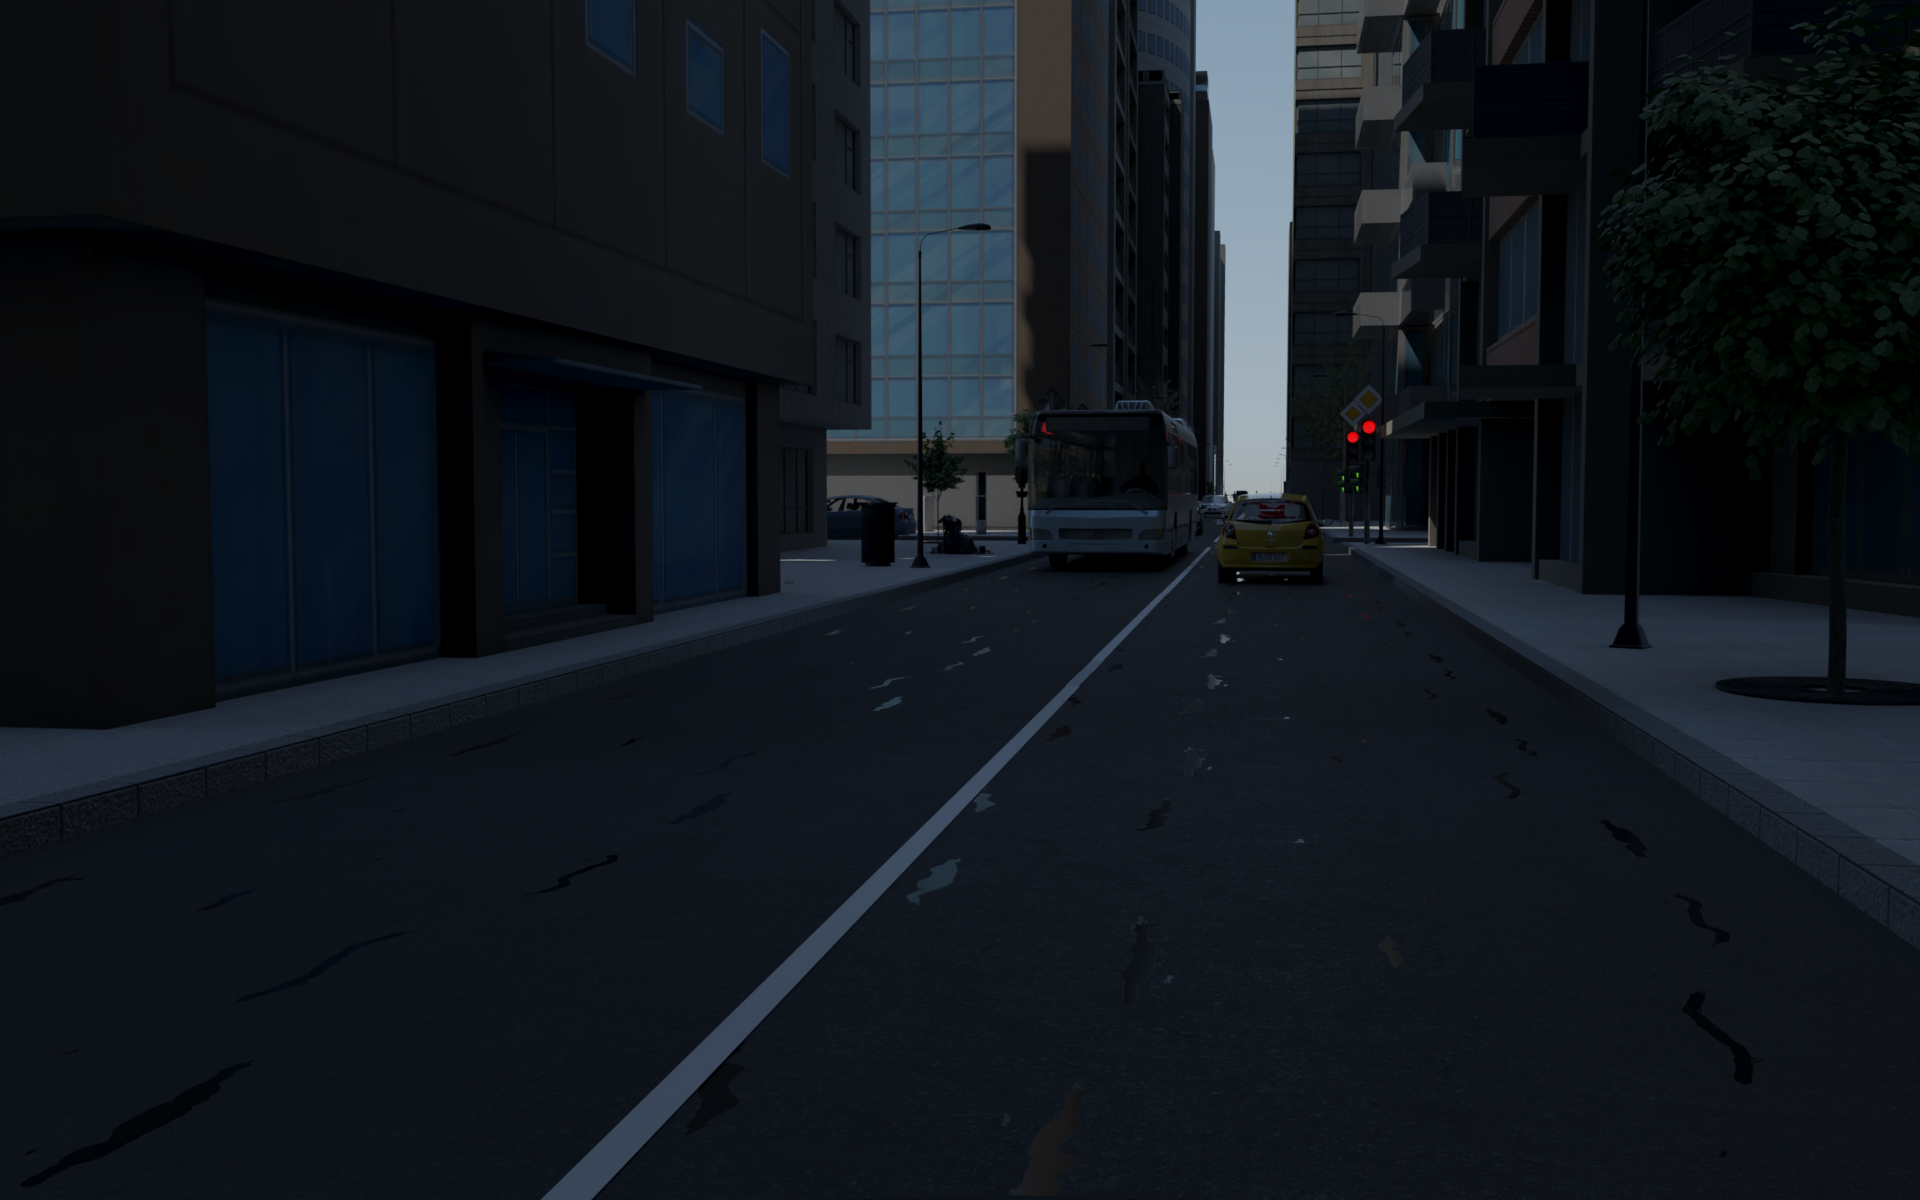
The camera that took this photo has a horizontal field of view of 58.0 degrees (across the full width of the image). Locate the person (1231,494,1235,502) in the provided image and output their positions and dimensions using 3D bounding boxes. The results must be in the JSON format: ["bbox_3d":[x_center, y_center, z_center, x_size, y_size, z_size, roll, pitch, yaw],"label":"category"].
[{"bbox_3d":[36.559,-13.443,231.489,0.799,1.438,0.628,-1,4,-19],"label":"person"}]

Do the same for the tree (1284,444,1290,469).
[{"bbox_3d":[42.173,-16.168,214.709,4.360,8.622,3.978,0,3,0],"label":"tree"}]

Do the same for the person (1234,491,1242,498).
[{"bbox_3d":[34.905,-12.707,216.276,1.348,1.821,0.705,1,4,21],"label":"person"}]

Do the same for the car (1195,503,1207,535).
[{"bbox_3d":[7.767,-3.067,61.943,2.131,1.459,4.920,1,4,9],"label":"car"}]

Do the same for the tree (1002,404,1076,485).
[{"bbox_3d":[3.012,-4.498,57.253,4.285,4.588,4.351,0,3,0],"label":"tree"}]

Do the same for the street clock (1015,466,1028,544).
[{"bbox_3d":[1.590,-2.436,44.397,0.358,2.002,0.471,-1,4,-18],"label":"street clock"}]

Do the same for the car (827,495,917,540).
[{"bbox_3d":[-3.510,-2.355,50.509,4.499,1.417,2.014,1,4,11],"label":"car"}]

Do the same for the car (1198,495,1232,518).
[{"bbox_3d":[15.372,-5.631,104.420,2.083,1.381,4.827,1,4,12],"label":"car"}]

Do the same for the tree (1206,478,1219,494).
[{"bbox_3d":[29.613,-12.787,203.665,1.663,3.219,1.824,0,3,0],"label":"tree"}]

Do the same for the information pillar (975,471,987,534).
[{"bbox_3d":[0.670,-3.095,55.101,0.304,2.012,0.304,-1,4,-11],"label":"information pillar"}]

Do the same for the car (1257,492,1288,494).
[{"bbox_3d":[11.365,-3.305,63.080,2.155,1.783,4.494,1,4,8],"label":"car"}]

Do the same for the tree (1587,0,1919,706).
[{"bbox_3d":[5.708,-1.677,11.133,4.285,4.588,4.351,0,3,0],"label":"tree"}]

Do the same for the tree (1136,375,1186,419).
[{"bbox_3d":[11.825,-9.550,106.509,4.360,8.622,3.978,0,3,0],"label":"tree"}]

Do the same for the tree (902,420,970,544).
[{"bbox_3d":[-0.525,-3.088,45.085,1.663,3.219,1.824,0,3,0],"label":"tree"}]

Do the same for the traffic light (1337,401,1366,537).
[{"bbox_3d":[11.792,-3.870,52.189,0.839,4.253,0.868,1,4,10],"label":"traffic light"}]

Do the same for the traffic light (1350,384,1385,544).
[{"bbox_3d":[10.418,-3.389,44.323,0.839,4.253,0.868,1,4,10],"label":"traffic light"}]

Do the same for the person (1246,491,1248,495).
[{"bbox_3d":[42.056,-14.975,253.276,0.705,1.831,1.348,3,4,38],"label":"person"}]

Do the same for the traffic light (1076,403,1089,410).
[{"bbox_3d":[3.799,-3.954,53.564,0.839,4.253,0.868,1,4,10],"label":"traffic light"}]

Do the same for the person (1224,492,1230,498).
[{"bbox_3d":[31.152,-11.781,201.917,0.742,1.727,0.445,0,4,-4],"label":"person"}]

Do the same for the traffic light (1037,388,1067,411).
[{"bbox_3d":[2.425,-3.473,45.698,0.839,4.253,0.868,1,4,10],"label":"traffic light"}]

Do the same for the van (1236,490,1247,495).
[{"bbox_3d":[43.601,-16.141,268.291,2.240,2.365,5.245,1,4,8],"label":"van"}]

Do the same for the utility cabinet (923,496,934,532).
[{"bbox_3d":[-1.169,-2.929,59.049,0.306,1.237,1.020,1,4,17],"label":"utility cabinet"}]

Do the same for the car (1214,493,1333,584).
[{"bbox_3d":[5.272,-1.163,29.234,2.015,1.641,3.980,1,4,11],"label":"car"}]

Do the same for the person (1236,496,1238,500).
[{"bbox_3d":[36.798,-13.356,230.062,0.799,1.438,0.628,2,4,29],"label":"person"}]

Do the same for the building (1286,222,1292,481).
[{"bbox_3d":[58.951,-38.195,274.596,14.600,45.320,14.200,1,4,10],"label":"building"}]

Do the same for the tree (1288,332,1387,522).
[{"bbox_3d":[16.986,-7.813,78.106,4.737,8.622,4.395,0,3,0],"label":"tree"}]

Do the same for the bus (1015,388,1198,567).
[{"bbox_3d":[3.510,-2.586,37.147,2.948,3.499,13.247,1,4,10],"label":"bus"}]

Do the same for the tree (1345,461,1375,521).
[{"bbox_3d":[18.403,-5.319,81.561,1.663,3.219,1.824,0,3,0],"label":"tree"}]

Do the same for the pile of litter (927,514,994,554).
[{"bbox_3d":[-0.080,-1.431,37.364,1.176,0.858,1.719,-3,5,-45],"label":"pile of litter"}]

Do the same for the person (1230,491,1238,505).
[{"bbox_3d":[35.515,-13.177,223.952,1.348,1.824,0.705,2,4,33],"label":"person"}]

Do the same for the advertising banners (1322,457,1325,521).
[{"bbox_3d":[15.787,-4.834,75.231,0.090,3.025,2.074,1,4,12],"label":"advertising banners"}]
